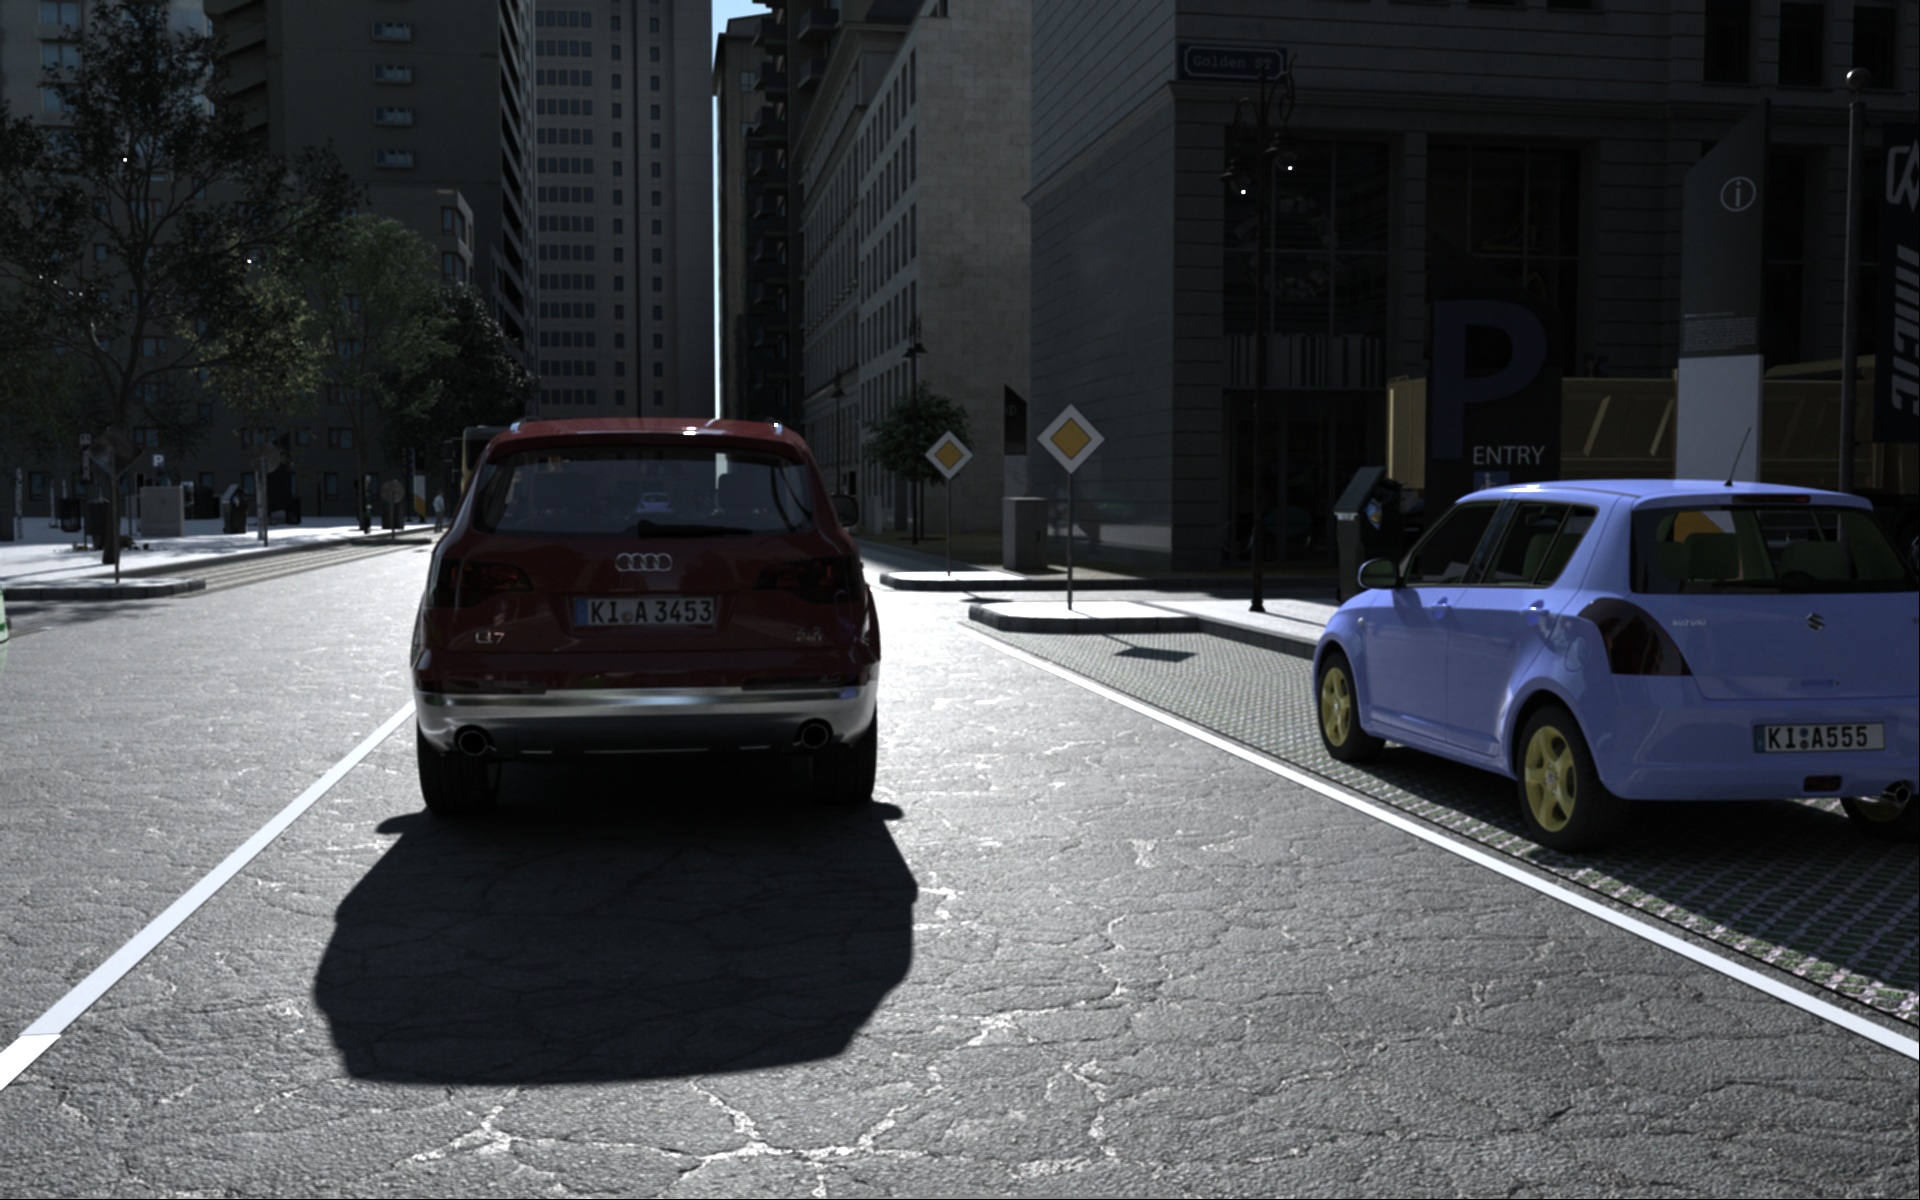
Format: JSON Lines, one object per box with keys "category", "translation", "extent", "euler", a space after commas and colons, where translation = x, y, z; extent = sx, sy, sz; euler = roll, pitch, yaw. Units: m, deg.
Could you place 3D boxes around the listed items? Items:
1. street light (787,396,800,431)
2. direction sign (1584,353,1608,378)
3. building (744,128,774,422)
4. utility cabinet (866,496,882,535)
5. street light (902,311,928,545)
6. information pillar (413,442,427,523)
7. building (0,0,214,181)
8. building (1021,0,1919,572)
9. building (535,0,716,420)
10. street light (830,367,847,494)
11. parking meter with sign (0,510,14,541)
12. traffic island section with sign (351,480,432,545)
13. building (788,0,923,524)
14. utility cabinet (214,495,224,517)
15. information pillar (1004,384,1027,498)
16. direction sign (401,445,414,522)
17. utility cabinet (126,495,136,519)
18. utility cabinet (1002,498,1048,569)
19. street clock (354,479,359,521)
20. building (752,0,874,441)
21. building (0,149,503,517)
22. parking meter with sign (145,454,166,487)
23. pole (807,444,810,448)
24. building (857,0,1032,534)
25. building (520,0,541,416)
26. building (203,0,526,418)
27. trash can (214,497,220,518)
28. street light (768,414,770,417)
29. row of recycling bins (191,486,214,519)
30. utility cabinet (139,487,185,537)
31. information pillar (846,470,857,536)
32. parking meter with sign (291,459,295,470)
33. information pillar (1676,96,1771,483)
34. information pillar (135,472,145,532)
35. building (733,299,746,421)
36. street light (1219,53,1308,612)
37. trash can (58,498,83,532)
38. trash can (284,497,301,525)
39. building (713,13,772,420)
{"category": "street light", "translation": [-7.839, -6.659, 81.659], "extent": [0.468, 5.910, 1.993], "euler": [-1, 4, -10]}
{"category": "direction sign", "translation": [10.324, -2.215, 28.219], "extent": [0.379, 3.537, 0.876], "euler": [3, 5, 42]}
{"category": "building", "translation": [-10.518, -22.572, 140.749], "extent": [14.160, 30.474, 14.107], "euler": [-1, 4, -10]}
{"category": "utility cabinet", "translation": [-2.732, -2.672, 54.841], "extent": [0.306, 1.237, 1.020], "euler": [1, 4, 11]}
{"category": "street light", "translation": [-1.144, -4.351, 43.922], "extent": [0.468, 5.910, 1.993], "euler": [-1, 4, -10]}
{"category": "information pillar", "translation": [-24.075, -5.250, 77.186], "extent": [0.504, 3.616, 0.183], "euler": [-3, 5, -40]}
{"category": "building", "translation": [-75.619, -32.643, 153.315], "extent": [30.456, 49.044, 23.786], "euler": [-1, 4, -10]}
{"category": "building", "translation": [17.044, -15.778, 35.459], "extent": [29.804, 29.767, 11.434], "euler": [-1, 4, -10]}
{"category": "building", "translation": [-41.673, -39.718, 191.391], "extent": [28.212, 58.520, 21.231], "euler": [-1, 4, -10]}
{"category": "street light", "translation": [-4.415, -5.506, 62.804], "extent": [0.468, 5.910, 1.993], "euler": [-1, 4, -10]}
{"category": "parking meter with sign", "translation": [-26.342, -3.066, 46.392], "extent": [0.543, 3.016, 1.738], "euler": [2, 4, 33]}
{"category": "traffic island section with sign", "translation": [-16.125, -2.484, 49.239], "extent": [1.989, 1.847, 2.006], "euler": [-1, 4, -10]}
{"category": "building", "translation": [0.553, -15.575, 87.939], "extent": [16.112, 22.955, 30.059], "euler": [-1, 4, -10]}
{"category": "utility cabinet", "translation": [-40.649, -5.155, 95.446], "extent": [0.306, 1.237, 1.020], "euler": [2, 4, 32]}
{"category": "information pillar", "translation": [1.164, -2.778, 36.778], "extent": [0.504, 3.616, 0.183], "euler": [0, 4, 2]}
{"category": "direction sign", "translation": [-25.440, -5.373, 79.850], "extent": [0.876, 3.537, 0.379], "euler": [2, 4, 33]}
{"category": "utility cabinet", "translation": [-41.780, -4.697, 87.963], "extent": [1.020, 1.237, 0.306], "euler": [-2, 4, -29]}
{"category": "utility cabinet", "translation": [1.139, -1.148, 29.926], "extent": [0.306, 1.237, 1.020], "euler": [2, 4, 35]}
{"category": "street clock", "translation": [-28.793, -4.800, 83.053], "extent": [0.471, 2.002, 0.358], "euler": [1, 4, 9]}
{"category": "building", "translation": [-2.731, -28.397, 118.910], "extent": [22.147, 44.769, 28.867], "euler": [-1, 4, -10]}
{"category": "building", "translation": [-44.551, -16.222, 110.262], "extent": [27.650, 21.520, 28.899], "euler": [-1, 4, -10]}
{"category": "parking meter with sign", "translation": [-35.138, -4.838, 75.369], "extent": [0.543, 3.016, 1.738], "euler": [0, 4, -5]}
{"category": "pole", "translation": [-6.268, -4.732, 71.204], "extent": [0.158, 3.312, 0.155], "euler": [0, 3, 0]}
{"category": "building", "translation": [2.355, -12.832, 64.559], "extent": [10.420, 20.320, 16.860], "euler": [-1, 4, -10]}
{"category": "building", "translation": [-50.112, -44.123, 159.663], "extent": [20.611, 71.187, 20.563], "euler": [-1, 4, -10]}
{"category": "building", "translation": [-45.824, -31.276, 135.065], "extent": [21.300, 48.544, 21.600], "euler": [-1, 4, -10]}
{"category": "trash can", "translation": [-39.433, -4.884, 91.505], "extent": [0.748, 1.137, 0.748], "euler": [0, 3, 0]}
{"category": "street light", "translation": [-11.110, -7.814, 100.541], "extent": [0.468, 5.910, 1.993], "euler": [-1, 4, -10]}
{"category": "row of recycling bins", "translation": [-38.926, -5.012, 89.056], "extent": [1.069, 1.692, 3.534], "euler": [-1, 4, -20]}
{"category": "utility cabinet", "translation": [-23.741, -2.621, 51.527], "extent": [1.173, 1.500, 0.318], "euler": [0, 4, -3]}
{"category": "information pillar", "translation": [-3.336, -2.994, 53.436], "extent": [0.304, 2.012, 0.304], "euler": [-1, 4, -12]}
{"category": "parking meter with sign", "translation": [-33.260, -5.425, 84.955], "extent": [0.543, 3.016, 1.738], "euler": [0, 4, 5]}
{"category": "information pillar", "translation": [4.607, -1.169, 10.470], "extent": [0.504, 3.616, 0.183], "euler": [3, 5, 41]}
{"category": "information pillar", "translation": [-27.814, -3.322, 58.803], "extent": [0.304, 2.012, 0.304], "euler": [-2, 4, -27]}
{"category": "building", "translation": [-6.780, -19.484, 163.597], "extent": [27.650, 21.520, 28.899], "euler": [-1, 4, -10]}
{"category": "street light", "translation": [3.252, -2.813, 18.786], "extent": [0.468, 5.910, 1.993], "euler": [-1, 4, -10]}
{"category": "trash can", "translation": [-29.954, -2.855, 58.332], "extent": [0.748, 1.137, 0.748], "euler": [0, 3, 0]}
{"category": "trash can", "translation": [-27.864, -3.713, 72.365], "extent": [0.748, 1.137, 0.748], "euler": [0, 3, 0]}
{"category": "building", "translation": [-14.419, -37.388, 200.526], "extent": [27.495, 52.752, 28.713], "euler": [-1, 4, -10]}
